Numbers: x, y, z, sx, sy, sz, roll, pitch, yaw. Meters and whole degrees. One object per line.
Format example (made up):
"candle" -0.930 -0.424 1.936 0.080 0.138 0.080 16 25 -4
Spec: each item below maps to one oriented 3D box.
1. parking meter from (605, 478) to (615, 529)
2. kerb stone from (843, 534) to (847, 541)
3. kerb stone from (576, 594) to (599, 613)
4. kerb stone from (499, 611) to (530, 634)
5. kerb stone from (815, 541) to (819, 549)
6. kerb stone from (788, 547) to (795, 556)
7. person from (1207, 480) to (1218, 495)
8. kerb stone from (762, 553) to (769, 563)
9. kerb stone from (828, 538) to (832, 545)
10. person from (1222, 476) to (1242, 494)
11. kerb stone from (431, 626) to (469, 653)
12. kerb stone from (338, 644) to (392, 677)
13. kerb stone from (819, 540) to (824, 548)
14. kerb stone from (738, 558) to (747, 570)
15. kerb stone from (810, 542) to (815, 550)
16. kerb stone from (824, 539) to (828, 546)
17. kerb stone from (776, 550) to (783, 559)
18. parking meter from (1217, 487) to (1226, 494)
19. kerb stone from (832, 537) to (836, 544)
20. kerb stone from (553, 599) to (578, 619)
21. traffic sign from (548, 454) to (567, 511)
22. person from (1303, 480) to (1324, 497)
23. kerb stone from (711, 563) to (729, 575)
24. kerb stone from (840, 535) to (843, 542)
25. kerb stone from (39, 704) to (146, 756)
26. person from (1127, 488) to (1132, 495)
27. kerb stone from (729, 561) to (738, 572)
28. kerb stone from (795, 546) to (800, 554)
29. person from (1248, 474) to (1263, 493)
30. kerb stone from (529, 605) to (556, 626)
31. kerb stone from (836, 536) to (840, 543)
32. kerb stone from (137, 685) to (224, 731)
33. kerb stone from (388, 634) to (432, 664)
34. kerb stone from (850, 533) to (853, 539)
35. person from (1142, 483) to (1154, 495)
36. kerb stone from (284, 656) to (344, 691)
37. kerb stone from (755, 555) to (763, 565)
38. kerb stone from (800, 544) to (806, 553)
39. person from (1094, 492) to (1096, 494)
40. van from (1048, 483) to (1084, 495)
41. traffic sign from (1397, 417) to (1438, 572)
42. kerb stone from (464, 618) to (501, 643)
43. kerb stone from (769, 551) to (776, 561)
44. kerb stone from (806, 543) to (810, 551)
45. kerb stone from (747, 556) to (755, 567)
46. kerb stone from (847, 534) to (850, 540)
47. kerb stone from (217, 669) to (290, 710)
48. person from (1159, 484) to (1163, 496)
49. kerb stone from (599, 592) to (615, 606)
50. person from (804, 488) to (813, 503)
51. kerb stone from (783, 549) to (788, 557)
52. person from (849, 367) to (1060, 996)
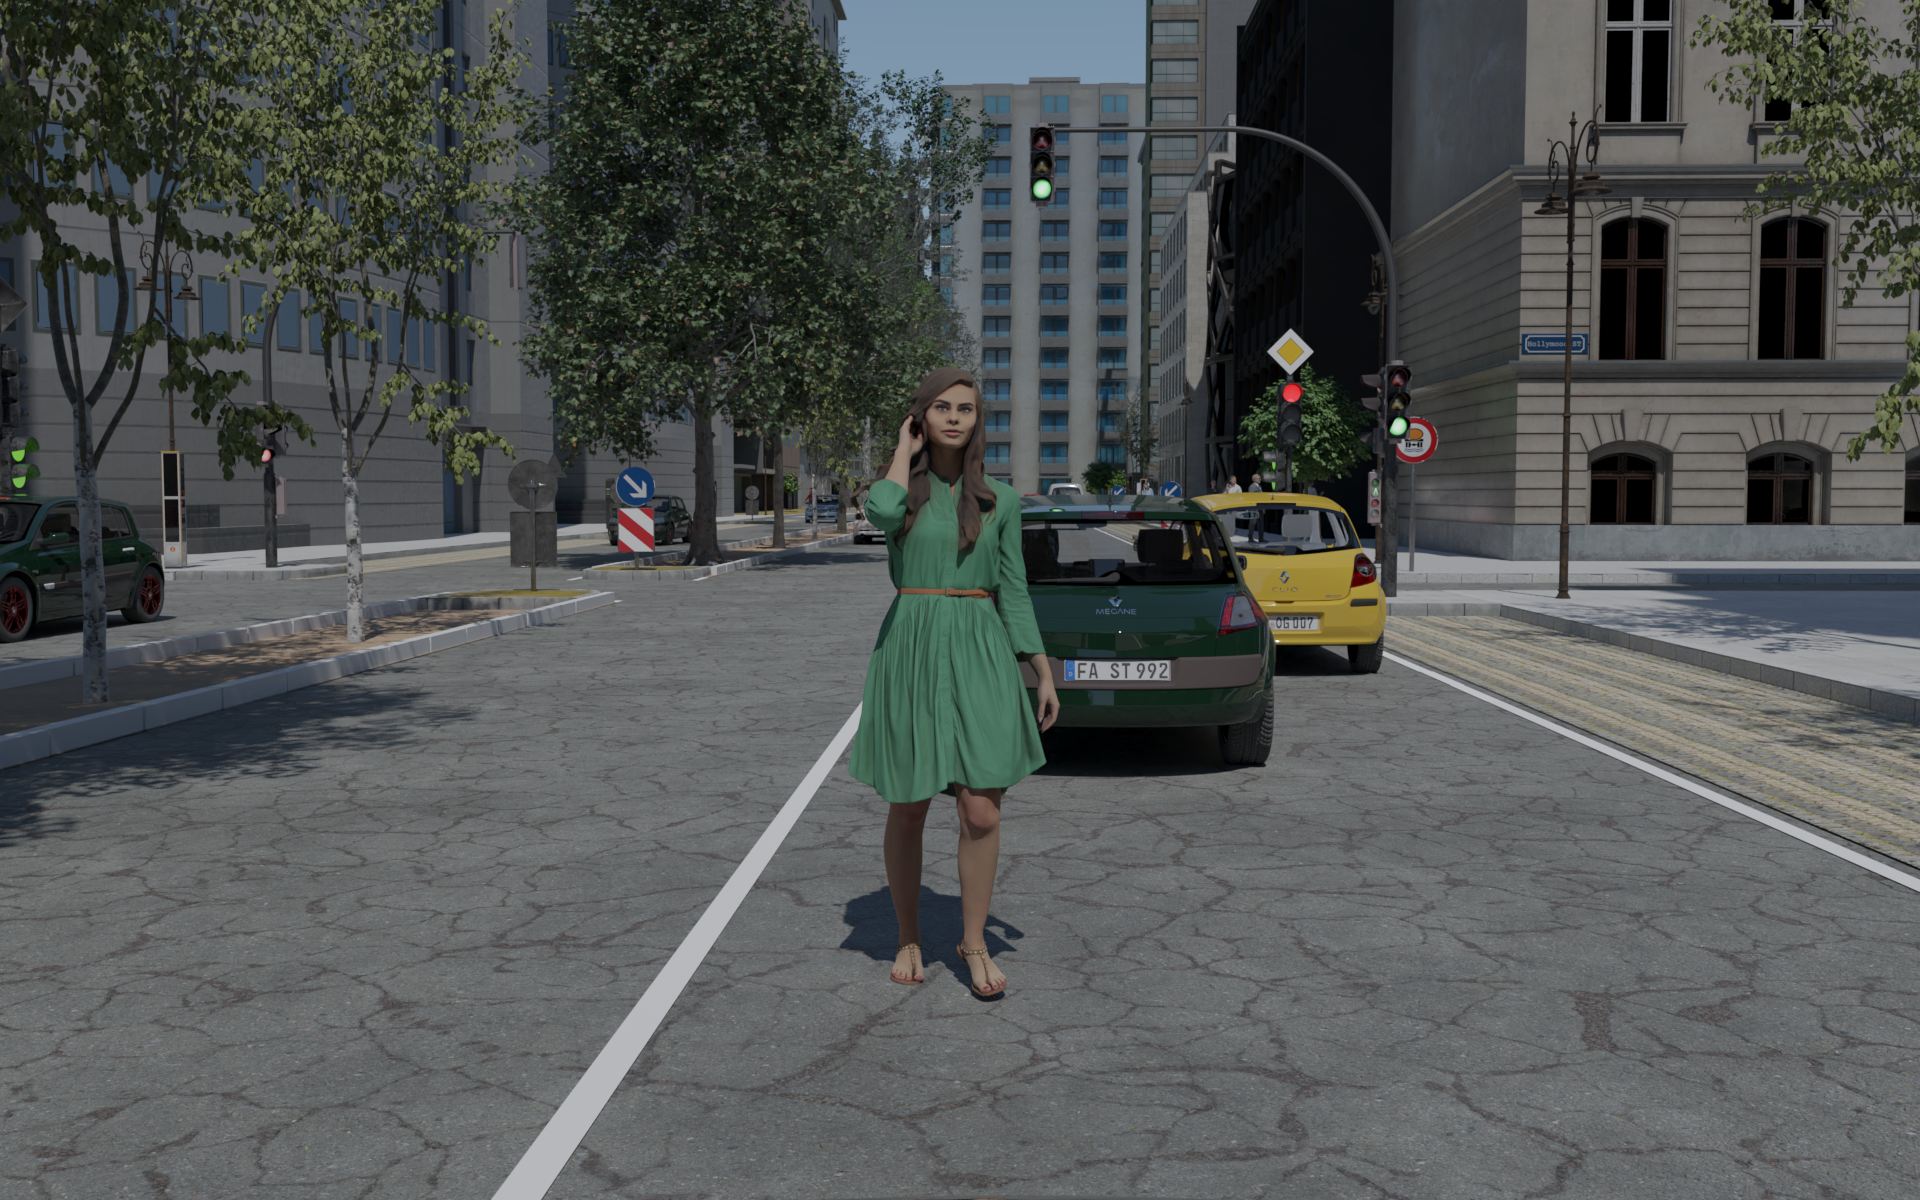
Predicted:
"parking meter" -12.819 -3.534 63.495 0.255 1.863 0.399 0 4 5
"kerb stone" -3.626 -1.846 52.504 0.120 0.150 1.000 0 4 2
"kerb stone" -4.636 0.059 21.229 0.120 0.150 1.000 0 4 2
"kerb stone" -4.737 0.250 18.141 0.120 0.150 1.000 0 4 2
"kerb stone" -3.862 -1.414 45.318 0.120 0.150 1.000 0 4 2
"kerb stone" -4.023 -1.095 40.197 0.120 0.150 1.000 0 4 2
"person" 8.684 -3.242 59.470 0.576 1.772 0.534 0 4 6
"kerb stone" -4.156 -0.850 36.099 0.120 0.150 1.000 0 4 2
"kerb stone" -3.751 -1.602 48.398 0.120 0.150 1.000 0 4 2
"person" 8.246 -2.841 52.590 0.679 1.850 0.850 2 4 33
"kerb stone" -4.805 0.376 16.092 0.120 0.150 1.000 0 4 2
"kerb stone" -4.873 0.498 14.048 0.120 0.150 1.000 0 4 2
"kerb stone" -3.819 -1.476 46.340 0.120 0.150 1.000 0 4 2
"kerb stone" -4.252 -0.660 33.021 0.120 0.150 1.000 0 4 2
"kerb stone" -3.887 -1.352 44.294 0.120 0.150 1.000 0 4 2
"kerb stone" -3.792 -1.540 47.369 0.120 0.150 1.000 0 4 2
"kerb stone" -4.089 -0.973 38.142 0.120 0.150 1.000 0 4 2
"parking meter" 8.337 -2.847 54.961 0.372 1.533 0.369 0 3 0
"kerb stone" -3.720 -1.665 49.424 0.120 0.150 1.000 0 4 2
"kerb stone" -4.672 0.124 20.208 0.120 0.150 1.000 0 4 2
"traffic sign" -13.075 -3.410 55.757 0.884 2.594 0.081 1 4 10
"person" 9.879 -2.562 48.506 0.524 1.755 0.480 -3 5 -44
"kerb stone" -4.322 -0.537 30.976 0.120 0.150 1.000 0 4 2
"kerb stone" -3.654 -1.790 51.476 0.120 0.150 1.000 0 4 2
"kerb stone" -5.009 0.749 9.957 0.120 0.150 1.000 0 4 2
"person" 12.844 -7.677 132.098 0.750 1.759 0.617 2 4 30
"kerb stone" -4.282 -0.600 31.999 0.120 0.150 1.000 0 4 2
"kerb stone" -3.990 -1.164 41.221 0.120 0.150 1.000 0 4 2
"person" 7.924 -2.424 45.847 0.590 1.801 0.661 2 4 34
"kerb stone" -4.698 0.187 19.171 0.120 0.150 1.000 0 4 2
"kerb stone" -3.693 -1.728 50.449 0.120 0.150 1.000 0 4 2
"kerb stone" -4.969 0.686 10.978 0.120 0.150 1.000 0 4 2
"kerb stone" -4.843 0.437 15.069 0.120 0.150 1.000 0 4 2
"kerb stone" -3.568 -1.978 54.560 0.120 0.150 1.000 0 4 2
"person" 9.032 -4.697 83.096 0.793 1.790 0.793 -3 4 -39
"kerb stone" -4.904 0.561 13.025 0.120 0.150 1.000 0 4 2
"kerb stone" -4.182 -0.788 35.077 0.120 0.150 1.000 0 4 2
"kerb stone" -3.949 -1.227 42.249 0.120 0.150 1.000 0 4 2
"person" 13.241 -9.943 169.323 0.721 1.735 1.217 -2 4 -34
"van" 4.261 -3.859 70.104 2.013 2.044 4.112 0 4 2
"traffic sign" 7.480 -1.743 28.609 0.768 2.556 0.104 1 4 8
"kerb stone" -4.774 0.311 17.119 0.120 0.150 1.000 0 4 2
"kerb stone" -4.123 -0.913 37.120 0.120 0.150 1.000 0 4 2
"kerb stone" -3.923 -1.289 43.273 0.120 0.150 1.000 0 4 2
"kerb stone" -4.218 -0.725 34.055 0.120 0.150 1.000 0 4 2
"kerb stone" -3.588 -1.917 53.533 0.120 0.150 1.000 0 4 2
"kerb stone" -4.932 0.624 11.999 0.120 0.150 1.000 0 4 2
"person" 10.436 -5.052 88.828 0.419 1.800 0.721 2 4 25
"kerb stone" -4.613 0.001 22.255 0.120 0.150 1.000 0 4 2
"person" -9.483 -6.209 109.986 0.705 1.831 1.348 -2 4 -35
"kerb stone" -4.062 -1.035 39.167 0.120 0.150 1.000 0 4 2
"person" -0.038 0.227 5.035 0.600 1.795 0.529 -1 4 -21
